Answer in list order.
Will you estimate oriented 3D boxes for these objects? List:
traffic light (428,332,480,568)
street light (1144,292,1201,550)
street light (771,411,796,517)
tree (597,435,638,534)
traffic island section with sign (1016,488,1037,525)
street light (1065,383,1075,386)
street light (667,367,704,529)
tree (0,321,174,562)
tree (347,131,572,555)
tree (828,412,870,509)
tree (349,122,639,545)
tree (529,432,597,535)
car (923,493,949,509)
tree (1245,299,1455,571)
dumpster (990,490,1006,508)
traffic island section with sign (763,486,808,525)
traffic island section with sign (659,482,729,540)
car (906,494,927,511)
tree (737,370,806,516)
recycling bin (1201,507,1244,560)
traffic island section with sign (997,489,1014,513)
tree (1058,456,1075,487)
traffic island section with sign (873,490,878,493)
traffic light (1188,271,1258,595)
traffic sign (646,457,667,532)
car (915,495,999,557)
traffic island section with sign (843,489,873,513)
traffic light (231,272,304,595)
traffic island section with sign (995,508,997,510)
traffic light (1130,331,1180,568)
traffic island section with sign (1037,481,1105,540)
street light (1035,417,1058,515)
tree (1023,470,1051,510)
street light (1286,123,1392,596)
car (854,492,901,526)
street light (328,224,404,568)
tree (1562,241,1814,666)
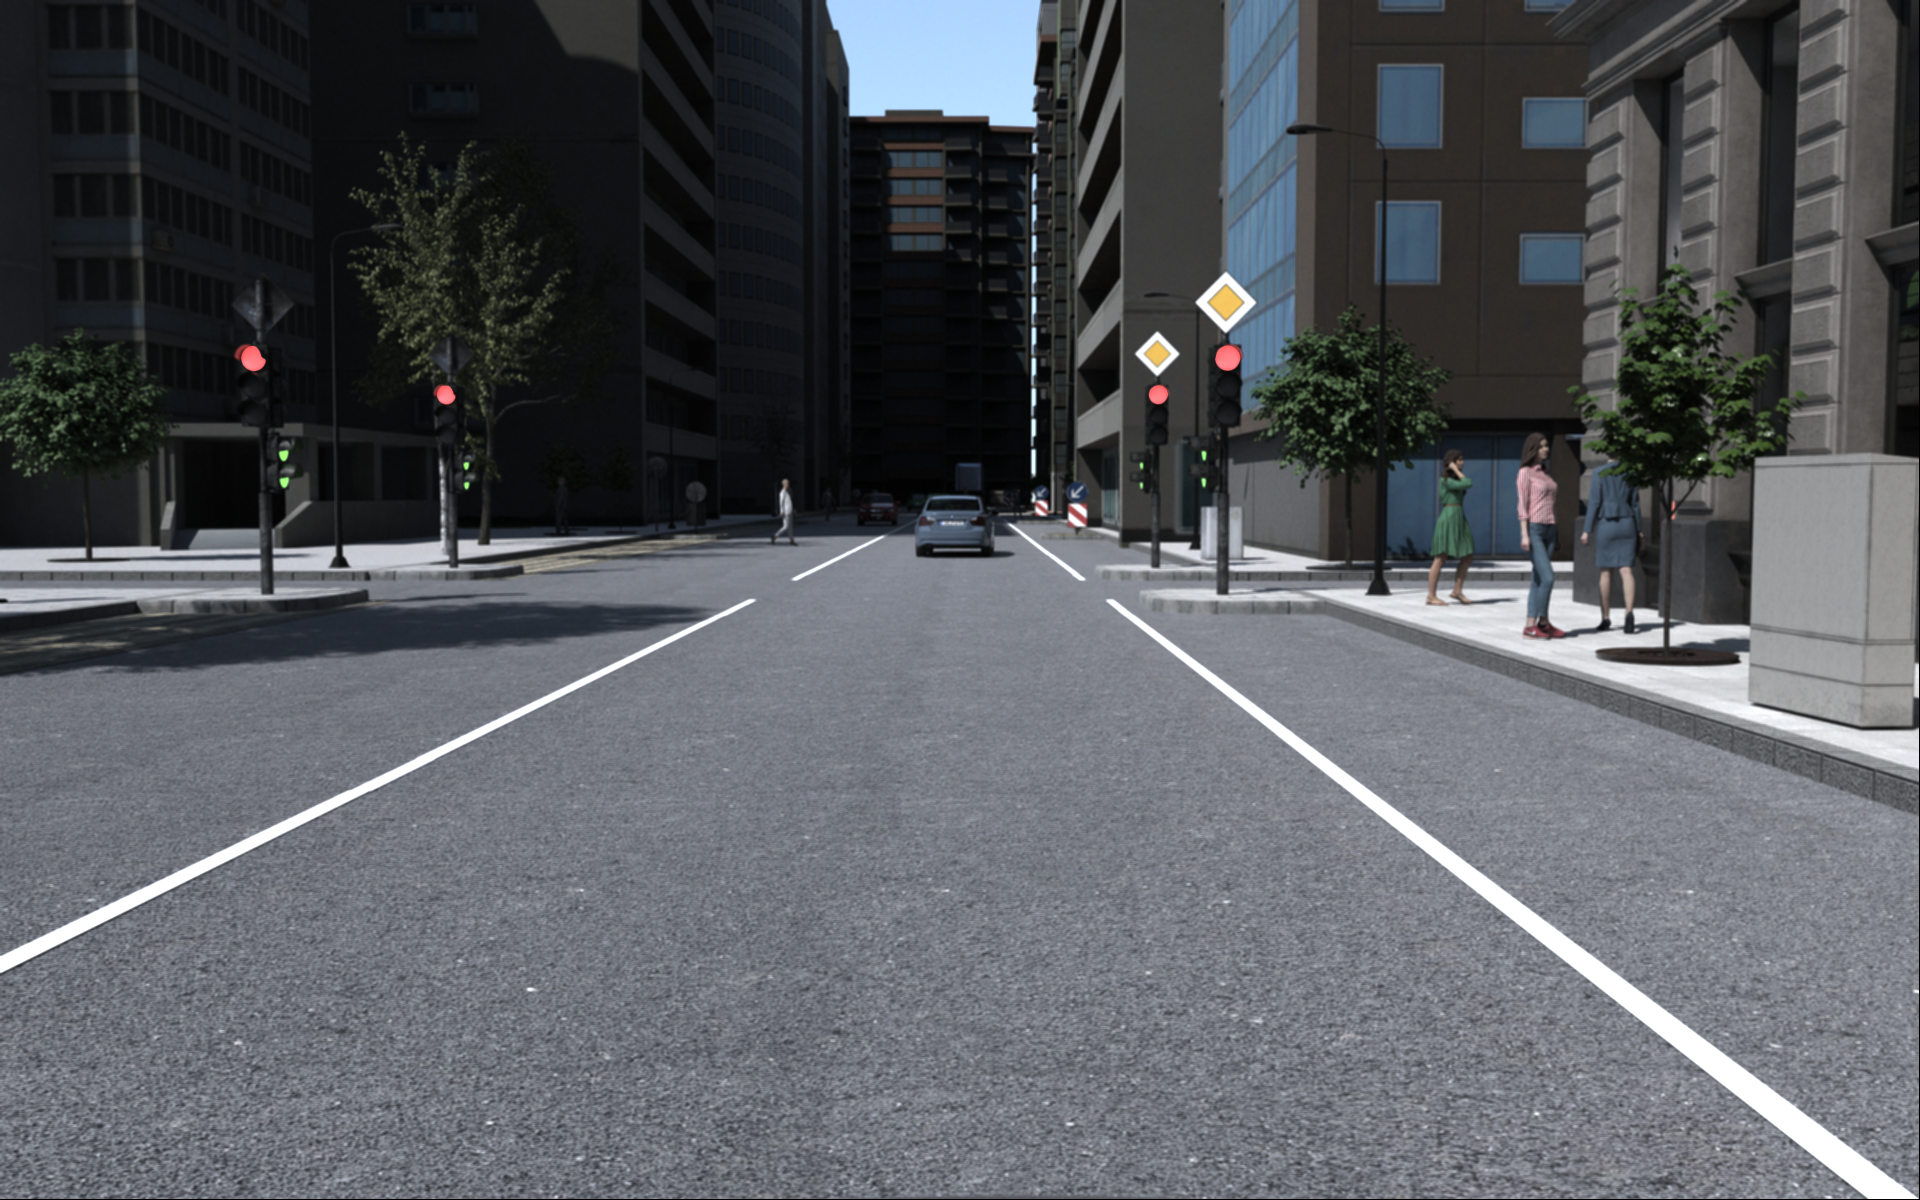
[{"bbox_3d":[-8.786,-2.512,29.999,0.839,4.253,0.868,0,4,0],"label":"traffic light"},{"bbox_3d":[4.914,-4.119,39.883,1.470,5.913,1.316,0,4,0],"label":"street light"},{"bbox_3d":[-9.886,-7.608,96.937,1.470,5.913,1.316,0,4,0],"label":"street light"},{"bbox_3d":[-11.081,-3.795,56.656,1.663,3.219,1.824,0,3,0],"label":"tree"},{"bbox_3d":[3.718,-4.493,82.096,1.989,1.847,2.006,0,4,0],"label":"traffic island section with sign"},{"bbox_3d":[5.098,-6.117,72.554,1.470,5.913,1.316,0,4,0],"label":"street light"},{"bbox_3d":[-10.067,-5.567,63.561,1.470,5.913,1.316,0,4,0],"label":"street light"},{"bbox_3d":[-16.781,-3.026,33.187,4.285,4.588,4.351,0,3,0],"label":"tree"},{"bbox_3d":[-10.572,-5.241,36.053,4.737,8.622,4.395,0,3,0],"label":"tree"},{"bbox_3d":[-10.248,-12.325,151.871,4.360,8.622,3.978,0,3,0],"label":"tree"},{"bbox_3d":[-11.635,-6.655,43.220,7.601,10.594,8.767,0,4,2],"label":"tree"},{"bbox_3d":[-12.522,-3.651,54.297,1.663,3.219,1.824,0,3,0],"label":"tree"},{"bbox_3d":[-1.235,-5.682,101.692,1.959,1.807,4.718,0,4,1],"label":"car"},{"bbox_3d":[6.604,-2.800,29.495,4.285,4.588,4.351,0,3,0],"label":"tree"},{"bbox_3d":[4.008,-10.555,180.790,1.865,1.857,1.264,0,4,-1],"label":"dumpster"},{"bbox_3d":[-8.196,-4.475,81.800,1.989,1.847,2.006,0,4,0],"label":"traffic island section with sign"},{"bbox_3d":[-8.353,-2.820,54.735,1.989,1.847,2.006,0,4,0],"label":"traffic island section with sign"},{"bbox_3d":[-3.583,-8.496,147.702,1.959,1.807,4.718,0,4,0],"label":"car"},{"bbox_3d":[-10.961,-9.299,102.403,4.360,8.622,3.978,0,3,0],"label":"tree"},{"bbox_3d":[5.112,-1.299,33.786,0.722,1.027,0.722,0,4,-2],"label":"recycling bin"},{"bbox_3d":[4.014,-7.565,132.312,1.989,1.847,2.006,0,4,0],"label":"traffic island section with sign"},{"bbox_3d":[5.763,-5.661,87.159,1.663,3.219,1.824,0,3,0],"label":"tree"},{"bbox_3d":[-7.740,-9.201,159.059,1.989,1.847,2.006,0,4,0],"label":"traffic island section with sign"},{"bbox_3d":[3.329,-2.021,21.959,0.839,4.253,0.868,0,4,0],"label":"traffic light"},{"bbox_3d":[-10.343,-3.603,59.014,0.768,2.556,0.104,1,4,9],"label":"traffic sign"},{"bbox_3d":[-0.093,-1.765,40.864,2.014,1.417,4.499,0,4,2],"label":"car"},{"bbox_3d":[-7.897,-7.552,132.104,1.989,1.847,2.006,0,4,0],"label":"traffic island section with sign"},{"bbox_3d":[-8.833,-2.024,22.014,0.839,4.253,0.868,0,4,0],"label":"traffic light"},{"bbox_3d":[4.185,-9.213,159.266,1.989,1.847,2.006,0,4,0],"label":"traffic island section with sign"},{"bbox_3d":[3.375,-2.509,29.944,0.839,4.253,0.868,0,4,0],"label":"traffic light"},{"bbox_3d":[3.575,-2.840,55.054,1.989,1.847,2.006,0,4,0],"label":"traffic island section with sign"},{"bbox_3d":[5.252,-8.106,105.081,1.470,5.913,1.316,0,4,0],"label":"street light"},{"bbox_3d":[6.452,-8.996,141.689,1.663,3.219,1.824,0,3,0],"label":"tree"},{"bbox_3d":[4.789,-3.018,21.883,1.470,5.913,1.316,0,4,0],"label":"street light"},{"bbox_3d":[-3.789,-4.332,79.864,2.155,1.783,4.494,0,4,-1],"label":"car"},{"bbox_3d":[-10.267,-3.513,29.983,1.470,5.913,1.316,0,4,0],"label":"street light"},{"bbox_3d":[5.345,-1.142,13.272,1.663,3.219,1.824,0,3,0],"label":"tree"}]
